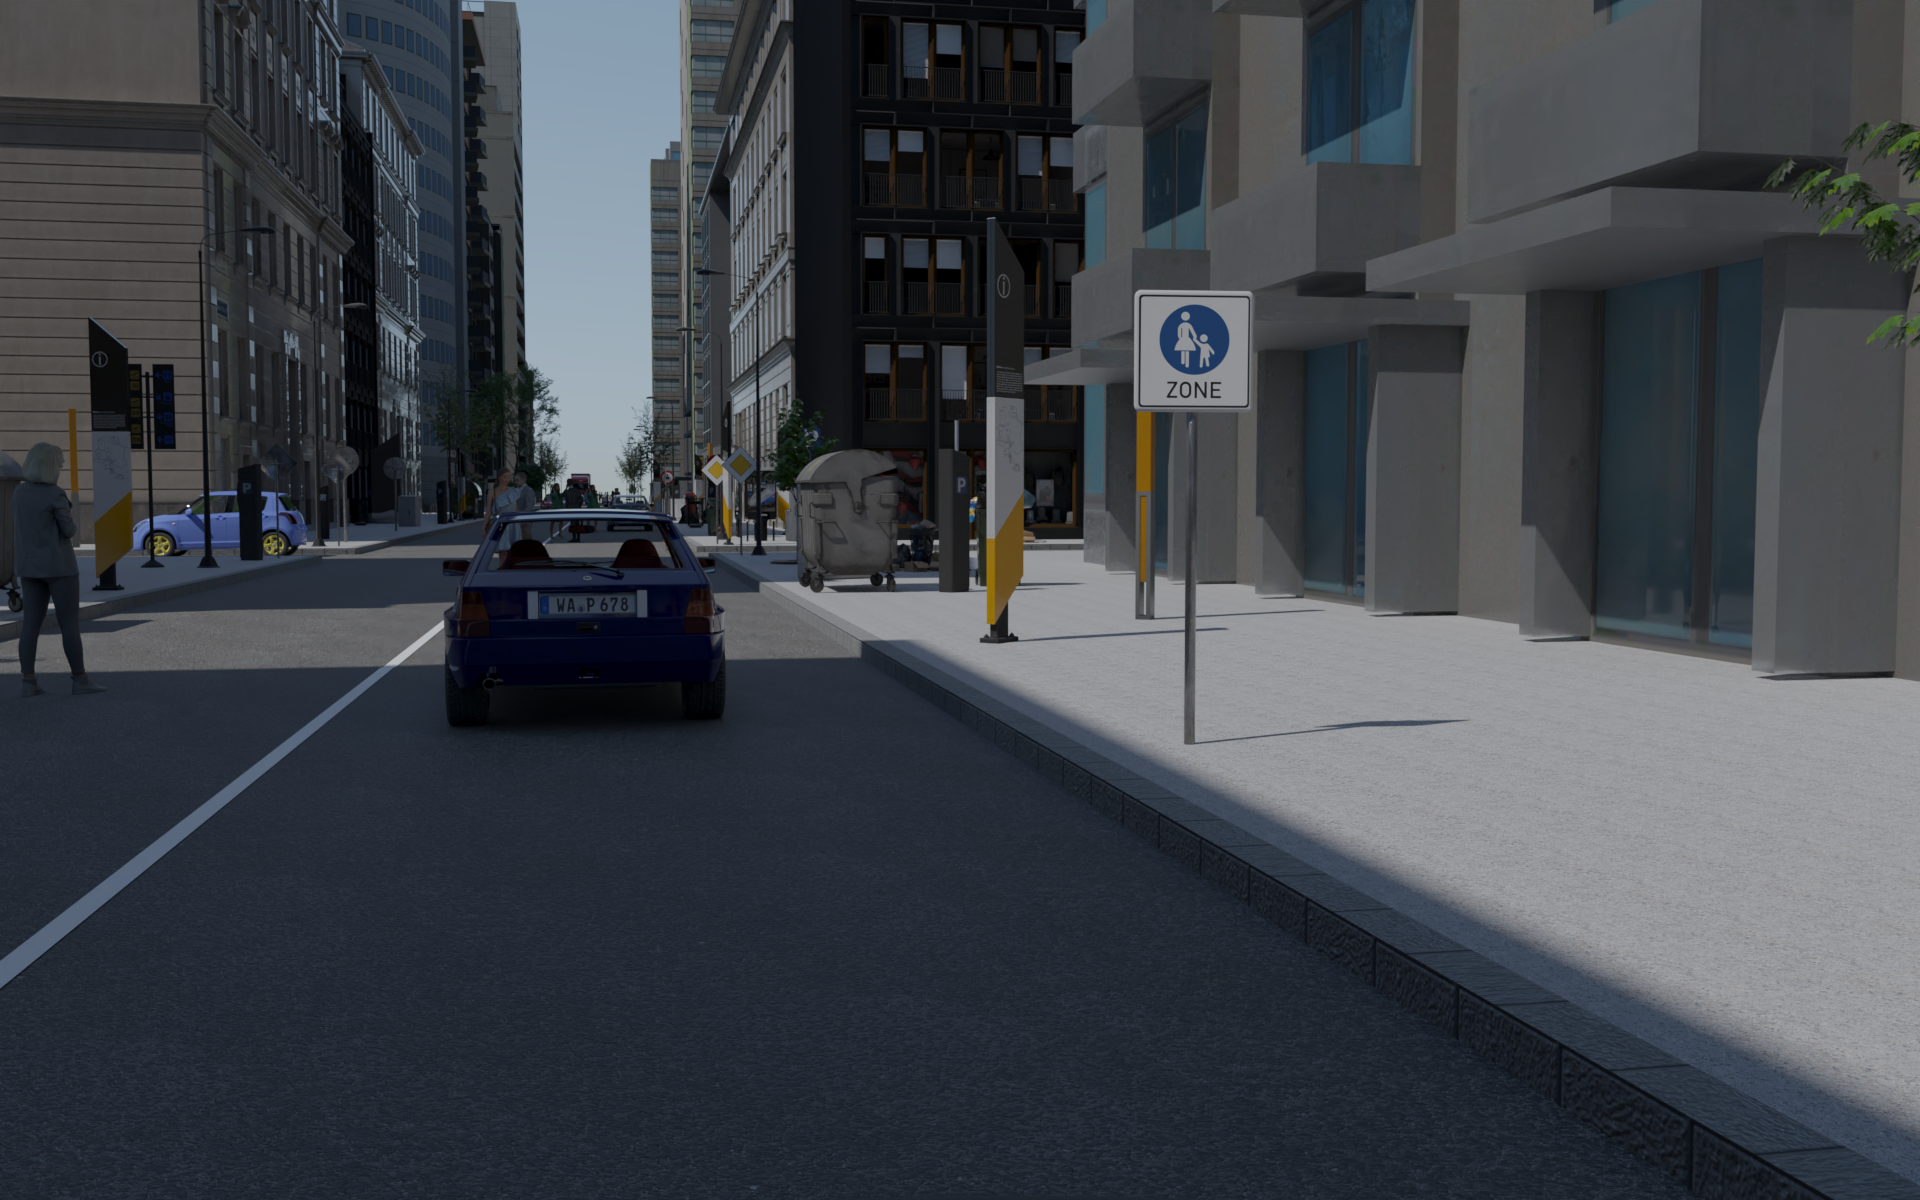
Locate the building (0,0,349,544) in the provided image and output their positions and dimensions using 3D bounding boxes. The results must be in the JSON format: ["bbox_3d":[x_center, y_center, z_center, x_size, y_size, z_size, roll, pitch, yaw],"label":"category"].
[{"bbox_3d":[-27.246,-15.744,54.676,12.463,27.353,25.104,-1,4,-12],"label":"building"}]

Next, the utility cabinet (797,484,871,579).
[{"bbox_3d":[-1.862,-1.064,26.072,1.173,1.500,0.318,-2,4,-35],"label":"utility cabinet"}]

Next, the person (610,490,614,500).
[{"bbox_3d":[-29.109,-8.344,145.639,0.721,1.735,1.217,2,4,23],"label":"person"}]

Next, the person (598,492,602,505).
[{"bbox_3d":[-49.072,-13.847,235.609,1.217,1.736,0.721,3,4,36],"label":"person"}]

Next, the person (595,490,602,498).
[{"bbox_3d":[-36.129,-9.999,171.990,1.348,1.824,0.705,0,4,7],"label":"person"}]

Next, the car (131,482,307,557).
[{"bbox_3d":[-16.794,-1.816,39.277,3.694,1.707,1.945,-1,4,-13],"label":"car"}]

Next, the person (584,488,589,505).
[{"bbox_3d":[-24.836,-6.556,115.552,0.638,1.841,0.748,2,4,28],"label":"person"}]

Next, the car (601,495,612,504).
[{"bbox_3d":[-49.190,-14.055,242.160,2.083,1.381,4.827,-1,4,-11],"label":"car"}]

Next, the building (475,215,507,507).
[{"bbox_3d":[-53.945,-24.753,176.420,14.160,30.474,14.107,-1,4,-12],"label":"building"}]

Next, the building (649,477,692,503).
[{"bbox_3d":[-31.346,-35.086,265.535,32.217,40.220,23.993,-1,4,-12],"label":"building"}]

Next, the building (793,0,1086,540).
[{"bbox_3d":[3.339,-13.744,54.391,15.834,23.373,12.332,-1,4,-12],"label":"building"}]

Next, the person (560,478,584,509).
[{"bbox_3d":[-11.566,-2.675,51.593,0.474,1.900,0.648,3,4,38],"label":"person"}]

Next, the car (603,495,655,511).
[{"bbox_3d":[-12.984,-3.423,67.976,2.014,1.417,4.499,-1,4,-12],"label":"car"}]

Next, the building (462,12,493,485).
[{"bbox_3d":[-53.762,-30.551,154.132,22.147,44.769,28.867,-1,4,-12],"label":"building"}]

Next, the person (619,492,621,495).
[{"bbox_3d":[-44.245,-13.178,224.756,0.445,1.727,0.742,-2,4,-30],"label":"person"}]

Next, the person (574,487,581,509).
[{"bbox_3d":[-22.304,-5.631,100.549,0.794,1.824,0.713,-2,4,-23],"label":"person"}]

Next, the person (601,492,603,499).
[{"bbox_3d":[-53.883,-15.345,259.925,0.750,1.759,0.617,2,4,28],"label":"person"}]

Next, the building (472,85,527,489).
[{"bbox_3d":[-63.728,-35.725,207.807,21.300,48.544,21.600,-1,4,-12],"label":"building"}]

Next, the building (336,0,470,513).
[{"bbox_3d":[-47.970,-35.704,125.758,21.231,58.520,28.212,-1,4,-12],"label":"building"}]

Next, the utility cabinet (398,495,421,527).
[{"bbox_3d":[-21.830,-3.514,68.620,1.020,1.237,0.306,2,4,33],"label":"utility cabinet"}]

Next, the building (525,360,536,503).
[{"bbox_3d":[-71.902,-23.709,232.688,27.650,21.520,28.899,-1,4,-12],"label":"building"}]

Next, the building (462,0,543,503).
[{"bbox_3d":[-72.892,-50.027,256.188,20.563,71.187,20.611,-1,4,-12],"label":"building"}]

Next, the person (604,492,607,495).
[{"bbox_3d":[-54.641,-15.809,266.960,1.348,1.826,0.705,0,4,8],"label":"person"}]

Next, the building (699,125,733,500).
[{"bbox_3d":[-7.728,-17.456,104.474,14.314,24.678,30.058,-1,4,-12],"label":"building"}]

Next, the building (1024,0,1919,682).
[{"bbox_3d":[14.217,-24.520,20.505,23.786,49.044,30.456,-1,4,-12],"label":"building"}]

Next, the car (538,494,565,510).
[{"bbox_3d":[-26.033,-6.276,111.648,2.155,1.783,4.494,-1,4,-10],"label":"car"}]

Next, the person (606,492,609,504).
[{"bbox_3d":[-43.961,-12.622,215.580,0.721,1.736,1.217,0,4,-2],"label":"person"}]

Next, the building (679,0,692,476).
[{"bbox_3d":[-10.773,-34.582,154.646,28.713,52.752,27.495,-1,4,-12],"label":"building"}]

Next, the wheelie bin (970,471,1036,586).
[{"bbox_3d":[0.572,-0.996,24.200,0.980,1.594,0.693,0,4,-3],"label":"wheelie bin"}]

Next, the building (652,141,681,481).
[{"bbox_3d":[-30.389,-37.804,237.704,23.786,49.044,30.456,-1,4,-12],"label":"building"}]

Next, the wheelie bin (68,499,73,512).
[{"bbox_3d":[-15.064,-1.268,28.642,0.693,1.594,0.980,-2,4,-30],"label":"wheelie bin"}]

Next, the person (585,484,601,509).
[{"bbox_3d":[-13.742,-3.427,64.773,0.529,1.795,0.600,3,5,40],"label":"person"}]

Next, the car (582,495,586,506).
[{"bbox_3d":[-46.000,-11.988,208.362,2.083,1.381,4.827,-1,4,-12],"label":"car"}]

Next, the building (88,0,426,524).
[{"bbox_3d":[-36.719,-18.178,94.472,12.463,27.353,25.104,-1,4,-12],"label":"building"}]

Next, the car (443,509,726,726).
[{"bbox_3d":[-2.649,0.025,12.173,1.945,1.354,3.894,-1,4,-13],"label":"car"}]

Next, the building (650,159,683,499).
[{"bbox_3d":[-31.229,-32.507,215.085,14.154,41.232,14.086,-1,4,-12],"label":"building"}]

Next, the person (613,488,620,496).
[{"bbox_3d":[-21.348,-6.069,107.699,0.573,1.828,0.580,-3,5,-44],"label":"person"}]

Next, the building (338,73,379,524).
[{"bbox_3d":[-32.630,-14.977,74.552,12.332,23.373,15.834,-1,4,-12],"label":"building"}]

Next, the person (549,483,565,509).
[{"bbox_3d":[-12.964,-2.869,55.663,0.529,1.795,0.600,2,4,34],"label":"person"}]

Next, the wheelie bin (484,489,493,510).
[{"bbox_3d":[-28.521,-5.973,105.573,0.980,1.594,0.693,-2,4,-27],"label":"wheelie bin"}]

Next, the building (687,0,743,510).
[{"bbox_3d":[-13.773,-27.486,132.982,14.154,41.232,14.086,-1,4,-12],"label":"building"}]

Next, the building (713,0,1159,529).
[{"bbox_3d":[-1.631,-14.793,75.148,16.112,22.955,30.059,-1,4,-12],"label":"building"}]
